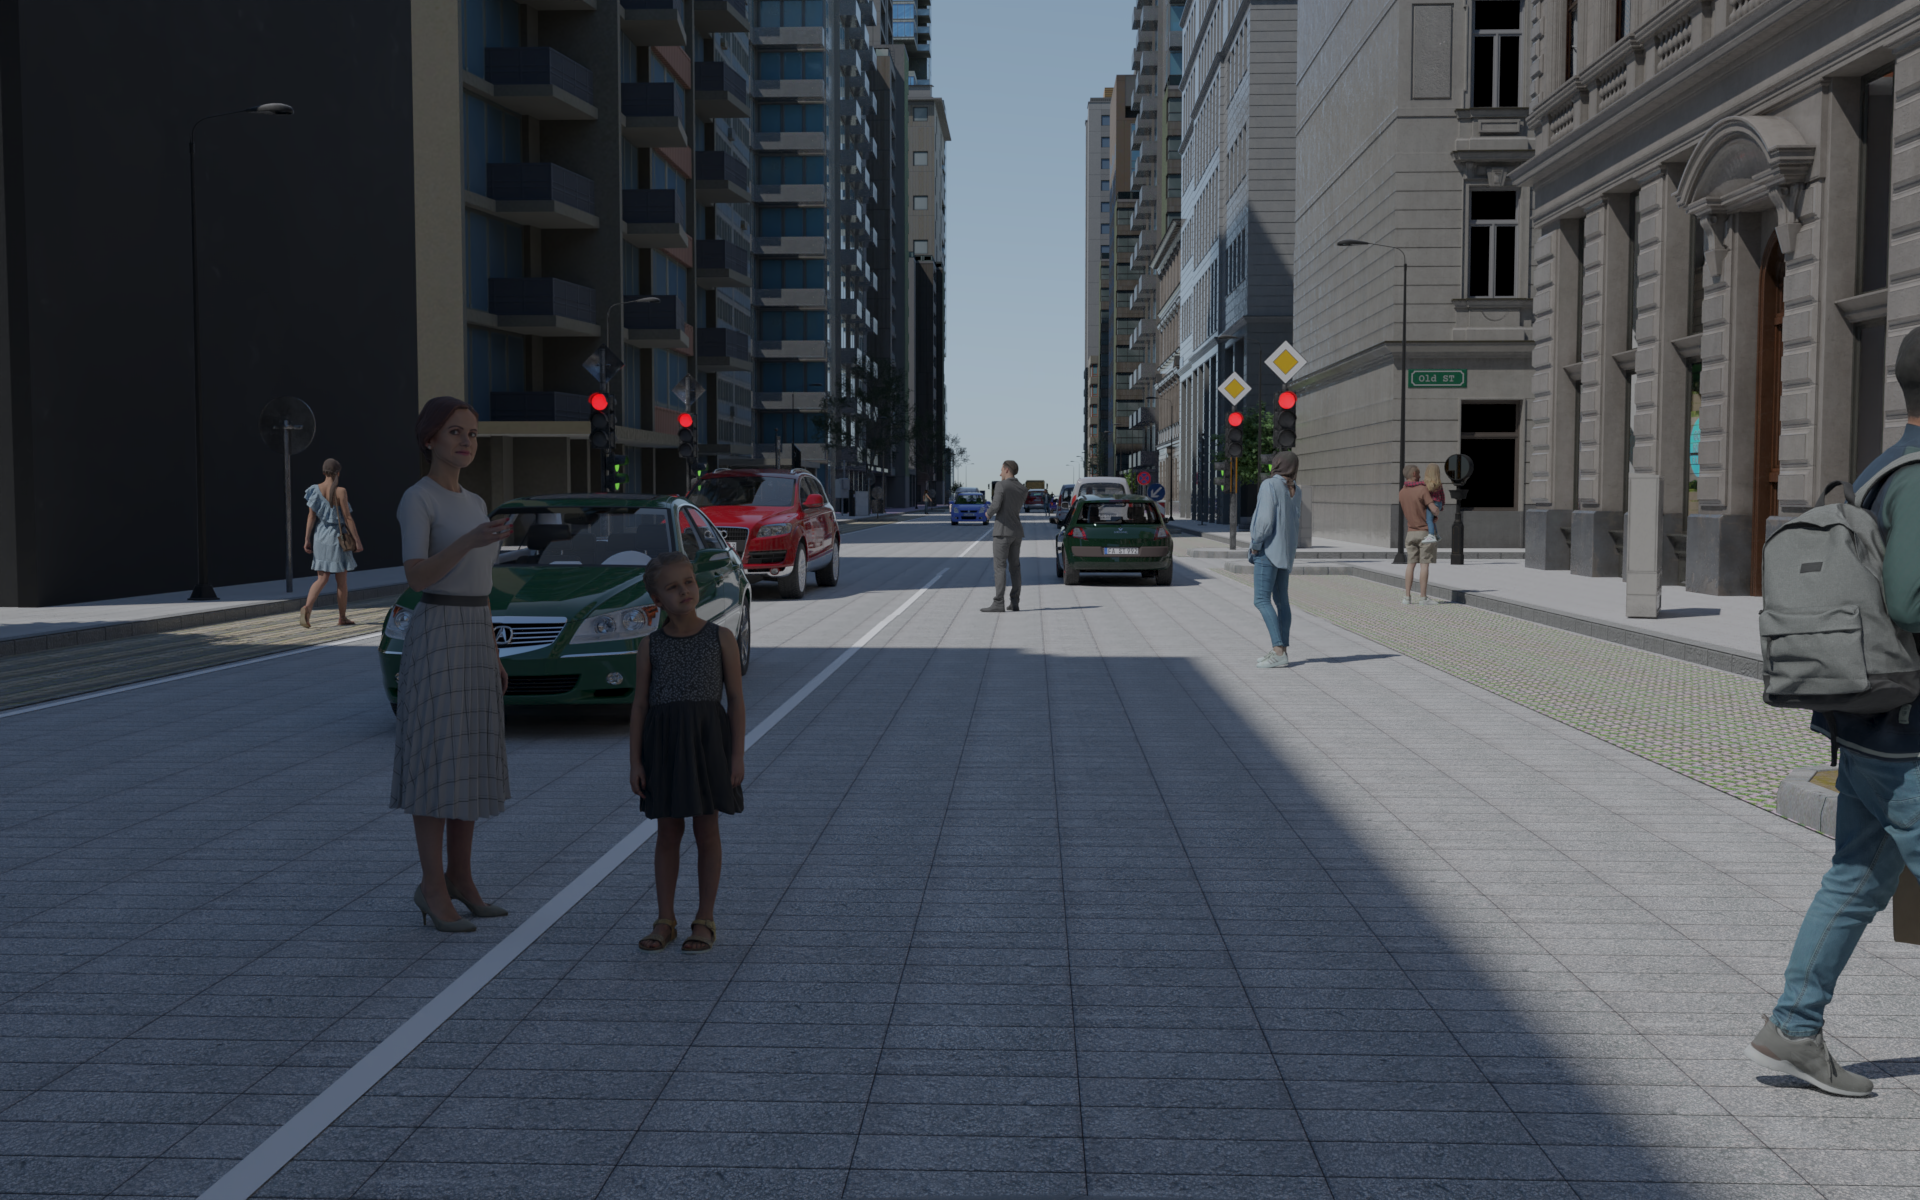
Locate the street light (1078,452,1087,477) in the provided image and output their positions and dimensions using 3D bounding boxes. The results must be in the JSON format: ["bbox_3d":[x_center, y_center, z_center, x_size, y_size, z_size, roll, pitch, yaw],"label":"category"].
[{"bbox_3d":[14.111,-13.377,191.257,1.470,5.913,1.316,0,4,2],"label":"street light"}]

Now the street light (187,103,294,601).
[{"bbox_3d":[-8.627,-2.951,20.784,1.470,5.913,1.316,0,4,2],"label":"street light"}]

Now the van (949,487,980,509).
[{"bbox_3d":[0.405,-5.839,102.473,2.013,2.044,4.112,0,4,4],"label":"van"}]

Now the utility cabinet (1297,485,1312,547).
[{"bbox_3d":[8.070,-2.014,41.604,0.318,1.500,1.173,-1,4,-15],"label":"utility cabinet"}]

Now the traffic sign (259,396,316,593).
[{"bbox_3d":[-8.743,-1.370,22.507,0.768,2.556,0.104,0,4,6],"label":"traffic sign"}]

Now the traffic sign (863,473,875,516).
[{"bbox_3d":[-5.404,-6.290,102.946,0.768,2.556,0.104,1,4,10],"label":"traffic sign"}]

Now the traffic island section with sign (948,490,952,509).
[{"bbox_3d":[-1.058,-9.676,166.833,1.989,1.847,2.006,0,4,2],"label":"traffic island section with sign"}]

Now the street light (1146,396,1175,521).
[{"bbox_3d":[9.538,-6.727,82.534,1.470,5.913,1.316,0,4,2],"label":"street light"}]

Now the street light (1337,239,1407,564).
[{"bbox_3d":[7.563,-3.618,31.690,1.470,5.913,1.316,0,4,2],"label":"street light"}]

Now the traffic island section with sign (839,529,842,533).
[{"bbox_3d":[-5.372,-3.342,63.276,1.989,1.847,2.006,0,4,2],"label":"traffic island section with sign"}]

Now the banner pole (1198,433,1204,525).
[{"bbox_3d":[9.918,-4.973,71.330,0.401,3.779,0.863,-1,4,-9],"label":"banner pole"}]

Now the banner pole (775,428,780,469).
[{"bbox_3d":[-6.937,-4.648,66.016,0.401,3.779,0.863,1,4,8],"label":"banner pole"}]

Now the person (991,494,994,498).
[{"bbox_3d":[4.633,-13.497,229.892,1.217,1.735,0.721,3,5,41],"label":"person"}]

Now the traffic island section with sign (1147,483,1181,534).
[{"bbox_3d":[6.928,-3.300,62.582,1.989,1.847,2.006,0,4,2],"label":"traffic island section with sign"}]

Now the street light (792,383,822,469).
[{"bbox_3d":[-6.458,-6.126,72.698,1.470,5.913,1.316,0,4,2],"label":"street light"}]

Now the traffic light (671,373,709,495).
[{"bbox_3d":[-6.291,-3.140,40.254,0.839,4.253,0.868,0,4,2],"label":"traffic light"}]

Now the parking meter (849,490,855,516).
[{"bbox_3d":[-6.213,-5.576,99.579,0.372,1.533,0.369,0,3,0],"label":"parking meter"}]

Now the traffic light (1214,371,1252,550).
[{"bbox_3d":[6.260,-3.109,39.749,0.839,4.253,0.868,0,4,2],"label":"traffic light"}]

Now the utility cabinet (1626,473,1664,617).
[{"bbox_3d":[7.242,-0.586,18.267,0.318,1.500,1.173,2,4,24],"label":"utility cabinet"}]

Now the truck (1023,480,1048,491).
[{"bbox_3d":[10.215,-14.647,235.401,3.469,3.379,9.791,0,4,3],"label":"truck"}]

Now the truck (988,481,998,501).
[{"bbox_3d":[5.945,-15.794,254.149,3.469,3.379,9.791,0,4,3],"label":"truck"}]

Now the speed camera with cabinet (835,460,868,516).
[{"bbox_3d":[-6.365,-6.573,101.811,2.038,3.252,0.660,-3,5,-41],"label":"speed camera with cabinet"}]

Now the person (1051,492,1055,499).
[{"bbox_3d":[13.941,-15.518,262.245,1.348,1.821,0.705,-1,4,-15],"label":"person"}]

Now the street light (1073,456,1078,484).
[{"bbox_3d":[14.848,-14.580,210.923,1.470,5.913,1.316,0,4,2],"label":"street light"}]

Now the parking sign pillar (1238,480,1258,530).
[{"bbox_3d":[10.826,-4.544,62.765,1.447,3.967,1.447,-2,4,-27],"label":"parking sign pillar"}]

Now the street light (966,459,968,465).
[{"bbox_3d":[0.279,-15.820,231.203,1.470,5.913,1.316,0,4,2],"label":"street light"}]

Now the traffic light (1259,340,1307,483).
[{"bbox_3d":[5.928,-2.621,31.771,0.839,4.253,0.868,0,4,2],"label":"traffic light"}]

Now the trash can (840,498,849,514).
[{"bbox_3d":[-7.569,-6.215,113.262,0.748,1.137,0.748,0,3,0],"label":"trash can"}]

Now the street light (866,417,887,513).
[{"bbox_3d":[-5.093,-8.060,104.324,1.470,5.913,1.316,0,4,2],"label":"street light"}]

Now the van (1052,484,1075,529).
[{"bbox_3d":[4.885,-4.020,72.743,2.013,2.044,4.112,0,4,3],"label":"van"}]

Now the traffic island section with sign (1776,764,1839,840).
[{"bbox_3d":[4.619,0.087,7.212,1.989,1.847,2.006,0,4,2],"label":"traffic island section with sign"}]

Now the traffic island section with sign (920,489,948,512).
[{"bbox_3d":[-2.203,-7.993,139.316,1.989,1.847,2.006,0,4,2],"label":"traffic island section with sign"}]

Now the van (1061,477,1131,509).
[{"bbox_3d":[3.560,-2.245,43.716,2.013,2.044,4.112,0,4,4],"label":"van"}]

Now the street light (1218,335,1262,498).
[{"bbox_3d":[8.232,-4.780,50.701,1.470,5.913,1.316,0,4,2],"label":"street light"}]

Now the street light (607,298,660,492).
[{"bbox_3d":[-7.779,-4.194,41.107,1.470,5.913,1.316,0,4,2],"label":"street light"}]

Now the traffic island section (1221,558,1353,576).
[{"bbox_3d":[5.967,-0.587,31.883,2.009,0.180,2.903,0,4,2],"label":"traffic island section"}]

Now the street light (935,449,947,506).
[{"bbox_3d":[-2.004,-12.712,180.382,1.470,5.913,1.316,0,4,2],"label":"street light"}]

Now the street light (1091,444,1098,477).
[{"bbox_3d":[12.818,-11.454,159.820,1.470,5.913,1.316,0,4,2],"label":"street light"}]

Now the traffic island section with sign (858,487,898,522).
[{"bbox_3d":[-4.249,-4.990,90.208,1.989,1.847,2.006,0,4,2],"label":"traffic island section with sign"}]

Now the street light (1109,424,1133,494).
[{"bbox_3d":[10.795,-8.657,114.084,1.470,5.913,1.316,0,4,2],"label":"street light"}]

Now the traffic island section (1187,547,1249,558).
[{"bbox_3d":[6.300,-1.075,39.861,2.009,0.180,2.903,0,4,2],"label":"traffic island section"}]

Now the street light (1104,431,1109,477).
[{"bbox_3d":[11.336,-9.500,127.866,1.470,5.913,1.316,0,4,2],"label":"street light"}]

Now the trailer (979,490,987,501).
[{"bbox_3d":[3.333,-15.847,266.148,1.471,1.999,3.904,0,4,3],"label":"trailer"}]

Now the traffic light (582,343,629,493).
[{"bbox_3d":[-6.624,-2.652,32.276,0.839,4.253,0.868,0,4,2],"label":"traffic light"}]

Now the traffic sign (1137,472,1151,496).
[{"bbox_3d":[10.388,-5.976,97.808,0.768,2.556,0.104,0,4,7],"label":"traffic sign"}]

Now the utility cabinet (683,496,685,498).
[{"bbox_3d":[-7.660,-2.300,48.768,0.306,1.237,1.020,1,4,16],"label":"utility cabinet"}]

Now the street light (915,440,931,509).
[{"bbox_3d":[-3.197,-10.789,148.940,1.470,5.913,1.316,0,4,2],"label":"street light"}]
